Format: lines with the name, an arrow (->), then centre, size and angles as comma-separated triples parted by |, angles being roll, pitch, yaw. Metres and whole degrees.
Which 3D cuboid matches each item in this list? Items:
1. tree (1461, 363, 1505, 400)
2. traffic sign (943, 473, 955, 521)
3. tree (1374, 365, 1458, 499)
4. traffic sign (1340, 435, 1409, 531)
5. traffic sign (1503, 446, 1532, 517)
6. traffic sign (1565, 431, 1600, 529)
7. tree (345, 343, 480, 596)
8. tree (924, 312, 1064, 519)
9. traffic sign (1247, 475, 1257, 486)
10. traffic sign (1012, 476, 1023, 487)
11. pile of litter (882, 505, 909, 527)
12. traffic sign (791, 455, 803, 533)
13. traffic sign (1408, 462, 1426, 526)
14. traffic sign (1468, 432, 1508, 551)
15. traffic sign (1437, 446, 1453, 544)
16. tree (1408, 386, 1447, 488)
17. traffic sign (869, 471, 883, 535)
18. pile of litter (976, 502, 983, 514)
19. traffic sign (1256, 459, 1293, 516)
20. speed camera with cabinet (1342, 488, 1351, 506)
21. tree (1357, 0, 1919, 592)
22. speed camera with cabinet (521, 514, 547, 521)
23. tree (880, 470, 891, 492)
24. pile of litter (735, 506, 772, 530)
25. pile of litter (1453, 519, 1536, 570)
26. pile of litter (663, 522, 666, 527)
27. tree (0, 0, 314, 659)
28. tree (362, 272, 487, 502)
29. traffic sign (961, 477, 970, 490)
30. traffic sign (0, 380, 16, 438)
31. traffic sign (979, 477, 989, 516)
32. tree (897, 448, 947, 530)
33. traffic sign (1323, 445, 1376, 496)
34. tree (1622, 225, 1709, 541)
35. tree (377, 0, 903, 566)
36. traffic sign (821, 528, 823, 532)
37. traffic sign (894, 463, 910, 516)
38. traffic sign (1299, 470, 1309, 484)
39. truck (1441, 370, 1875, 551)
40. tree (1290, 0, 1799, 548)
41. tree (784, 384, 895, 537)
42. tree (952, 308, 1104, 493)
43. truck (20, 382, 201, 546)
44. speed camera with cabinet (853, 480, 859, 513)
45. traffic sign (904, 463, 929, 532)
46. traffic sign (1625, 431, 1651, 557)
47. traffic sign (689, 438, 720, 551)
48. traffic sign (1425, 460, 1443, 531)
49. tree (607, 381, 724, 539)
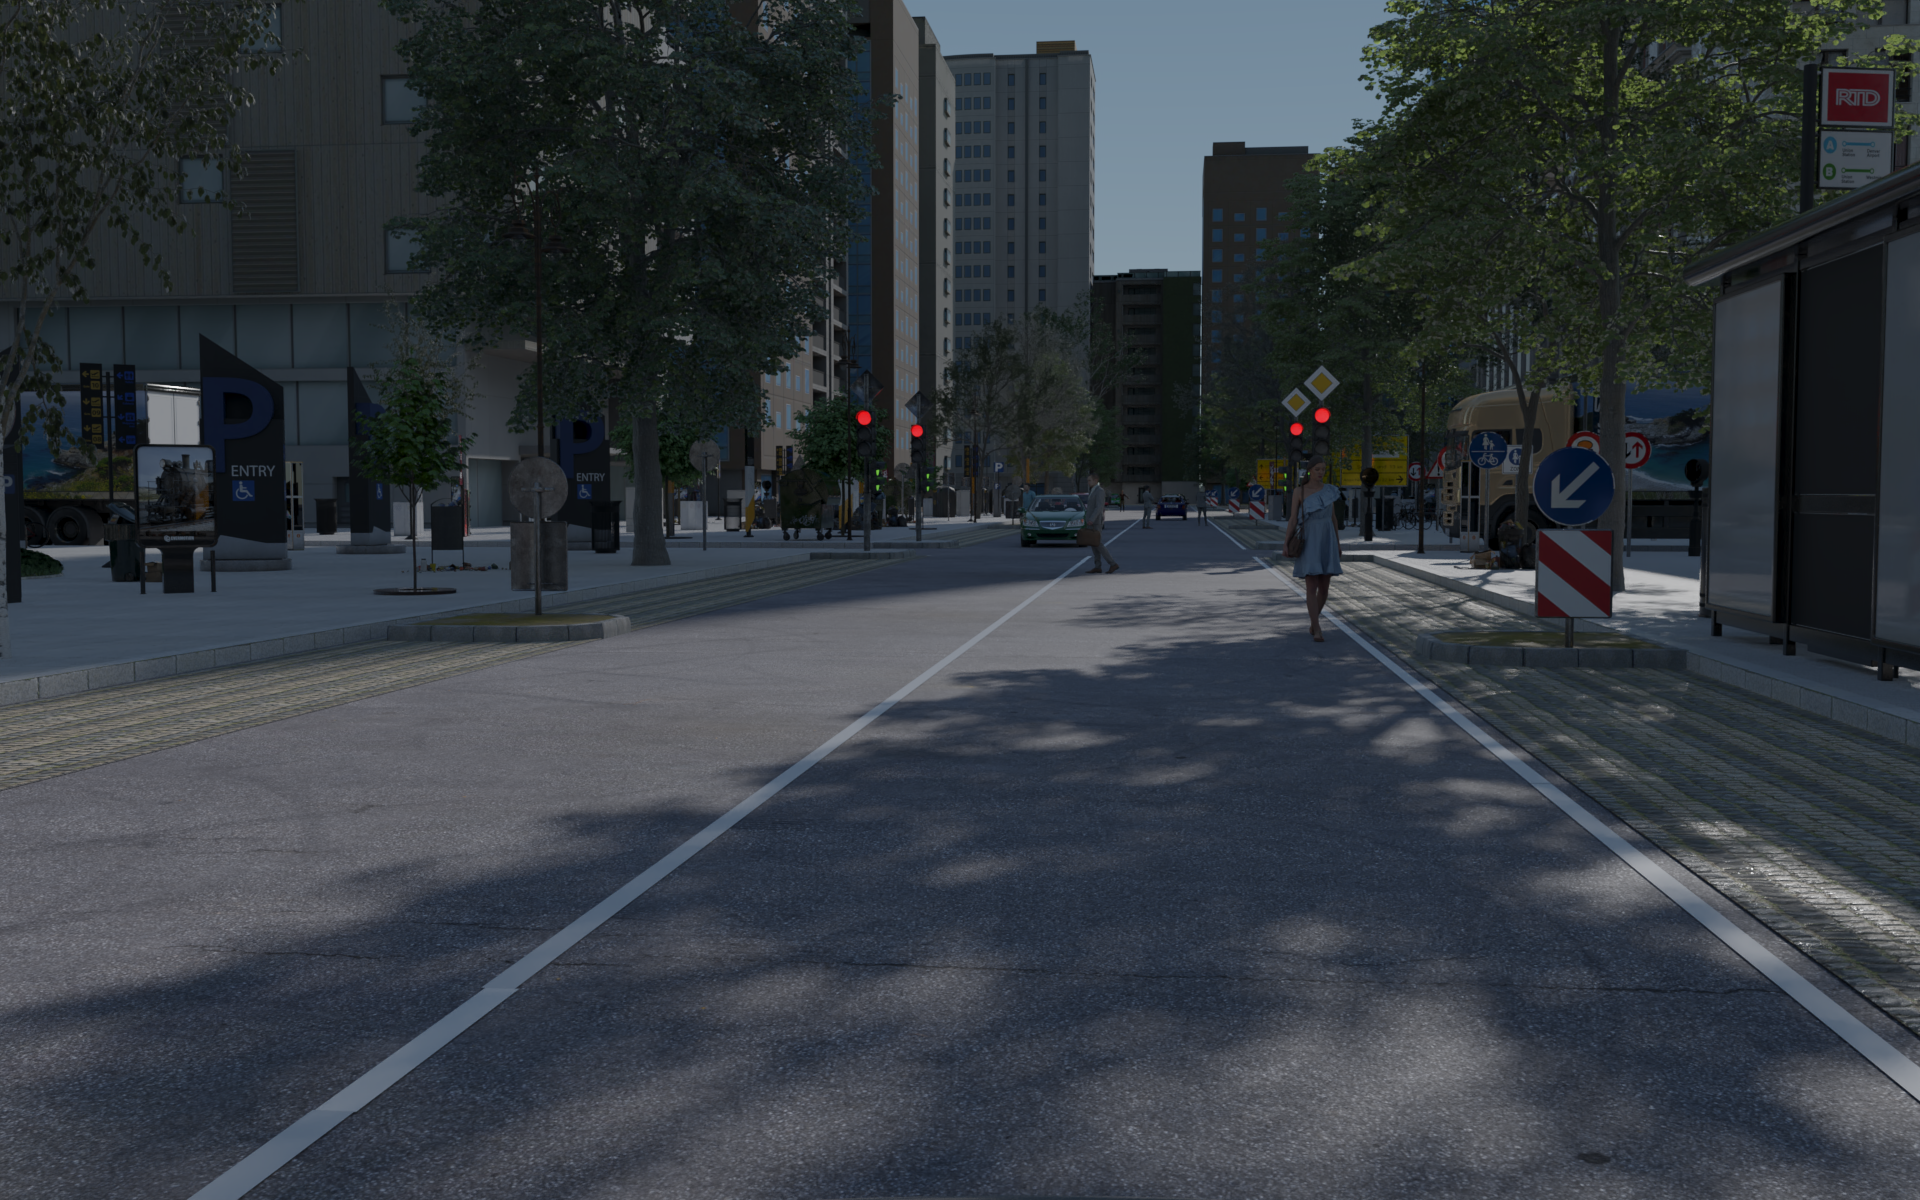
tree -> 29.441, -9.000, 97.516 | 4.360, 8.622, 3.978 | 0, 3, 0
traffic sign -> -0.540, -4.901, 82.254 | 0.606, 2.300, 0.079 | 1, 4, 17
tree -> 23.988, -8.752, 93.452 | 4.360, 8.622, 3.978 | 0, 3, 0
traffic sign -> 14.222, -4.014, 59.498 | 2.265, 3.308, 0.079 | 1, 4, 15
traffic sign -> 11.614, -2.080, 36.143 | 0.606, 2.300, 0.079 | 1, 4, 12
traffic sign -> 12.600, -2.133, 34.988 | 0.768, 2.556, 0.104 | 1, 4, 14
tree -> -6.955, -1.700, 22.394 | 1.663, 3.219, 1.824 | 0, 3, 0
tree -> 1.211, -9.426, 88.535 | 7.601, 10.594, 8.767 | 2, 4, 28
traffic sign -> 19.778, -7.149, 116.890 | 0.884, 2.594, 0.081 | 1, 4, 9
traffic sign -> 4.015, -7.451, 121.934 | 0.768, 2.556, 0.104 | 1, 4, 9
pile of litter -> -2.767, -3.269, 67.412 | 1.719, 0.858, 1.176 | -1, 4, -19
traffic sign -> -5.260, -3.476, 56.829 | 0.884, 2.594, 0.081 | 1, 4, 15
traffic sign -> 18.112, -4.202, 68.812 | 0.768, 2.556, 0.104 | 1, 4, 10
traffic sign -> 10.772, -2.158, 35.396 | 0.768, 2.556, 0.104 | 1, 4, 13
traffic sign -> 12.746, -2.739, 44.888 | 0.768, 2.556, 0.104 | 1, 4, 10
tree -> 29.130, -9.781, 110.280 | 4.737, 8.622, 4.395 | 0, 3, 0
traffic sign -> -2.831, -3.318, 54.247 | 0.884, 2.594, 0.081 | 1, 4, 14
pile of litter -> 0.892, -6.049, 112.871 | 1.176, 0.858, 1.719 | 0, 4, -7
traffic sign -> 18.236, -6.481, 99.834 | 2.265, 3.308, 0.079 | 1, 4, 15
speed camera with cabinet -> 21.974, -6.316, 97.595 | 0.660, 3.252, 2.038 | 2, 4, 27
tree -> 8.469, -6.418, 23.059 | 7.486, 12.596, 7.792 | 0, 3, 0
speed camera with cabinet -> -14.270, -3.936, 58.687 | 0.660, 3.252, 2.038 | -3, 4, -36
tree -> -5.275, -7.410, 115.750 | 1.663, 3.219, 1.824 | 0, 3, 0
pile of litter -> -7.594, -3.024, 63.415 | 1.176, 0.858, 1.719 | 3, 5, 44
pile of litter -> 9.314, -0.969, 29.815 | 1.719, 0.858, 1.176 | 0, 4, 4
pile of litter -> -12.245, -3.341, 68.583 | 1.719, 0.858, 1.176 | 3, 5, 40
tree -> -7.275, -3.853, 13.352 | 4.360, 8.622, 3.978 | 0, 3, 0
tree -> -18.104, -6.593, 58.162 | 4.360, 8.622, 3.978 | 0, 3, 0
traffic sign -> 0.368, -6.194, 103.403 | 0.606, 2.300, 0.079 | 1, 4, 10
traffic sign -> -10.381, -1.120, 18.422 | 0.768, 2.556, 0.104 | 1, 4, 12
traffic sign -> 1.403, -6.073, 101.424 | 0.606, 2.300, 0.079 | 1, 4, 9
tree -> -1.302, -4.151, 62.473 | 1.663, 3.219, 1.824 | 0, 3, 0
traffic sign -> 15.607, -4.640, 69.745 | 2.265, 3.308, 0.079 | 0, 4, 8
tree -> 19.111, -5.923, 47.197 | 4.360, 8.622, 3.978 | 0, 3, 0
tree -> -5.580, -7.591, 30.766 | 9.857, 13.997, 8.962 | 0, 3, 0
traffic sign -> -4.593, -3.514, 57.461 | 0.884, 2.594, 0.081 | 1, 4, 14
traffic sign -> -2.329, -4.293, 70.302 | 0.768, 2.556, 0.104 | 1, 4, 16
traffic sign -> 14.581, -4.337, 73.047 | 0.606, 2.300, 0.079 | 1, 4, 12
truck -> 16.493, -3.155, 40.502 | 11.283, 4.237, 2.839 | 0, 4, 6
tree -> 10.217, -5.929, 31.349 | 8.767, 10.594, 7.601 | 1, 4, 12
tree -> -3.596, -4.171, 51.917 | 4.285, 4.588, 4.351 | 0, 3, 0
tree -> 4.303, -12.488, 114.547 | 12.009, 13.543, 11.850 | 0, 3, 0
truck -> -25.738, -3.453, 45.371 | 11.283, 4.237, 2.839 | 0, 4, 8
speed camera with cabinet -> -4.233, -4.672, 70.715 | 0.660, 3.252, 2.038 | -1, 4, -11
traffic sign -> -1.489, -3.615, 59.115 | 0.884, 2.594, 0.081 | 1, 4, 12
traffic sign -> 13.615, -2.146, 35.197 | 0.768, 2.556, 0.104 | 1, 4, 10
traffic sign -> -5.802, -2.396, 39.285 | 0.768, 2.556, 0.104 | 1, 4, 16
traffic sign -> 16.456, -3.645, 59.596 | 0.884, 2.594, 0.081 | 1, 4, 11
tree -> -8.484, -4.057, 50.046 | 4.285, 4.588, 4.351 | 0, 3, 0
